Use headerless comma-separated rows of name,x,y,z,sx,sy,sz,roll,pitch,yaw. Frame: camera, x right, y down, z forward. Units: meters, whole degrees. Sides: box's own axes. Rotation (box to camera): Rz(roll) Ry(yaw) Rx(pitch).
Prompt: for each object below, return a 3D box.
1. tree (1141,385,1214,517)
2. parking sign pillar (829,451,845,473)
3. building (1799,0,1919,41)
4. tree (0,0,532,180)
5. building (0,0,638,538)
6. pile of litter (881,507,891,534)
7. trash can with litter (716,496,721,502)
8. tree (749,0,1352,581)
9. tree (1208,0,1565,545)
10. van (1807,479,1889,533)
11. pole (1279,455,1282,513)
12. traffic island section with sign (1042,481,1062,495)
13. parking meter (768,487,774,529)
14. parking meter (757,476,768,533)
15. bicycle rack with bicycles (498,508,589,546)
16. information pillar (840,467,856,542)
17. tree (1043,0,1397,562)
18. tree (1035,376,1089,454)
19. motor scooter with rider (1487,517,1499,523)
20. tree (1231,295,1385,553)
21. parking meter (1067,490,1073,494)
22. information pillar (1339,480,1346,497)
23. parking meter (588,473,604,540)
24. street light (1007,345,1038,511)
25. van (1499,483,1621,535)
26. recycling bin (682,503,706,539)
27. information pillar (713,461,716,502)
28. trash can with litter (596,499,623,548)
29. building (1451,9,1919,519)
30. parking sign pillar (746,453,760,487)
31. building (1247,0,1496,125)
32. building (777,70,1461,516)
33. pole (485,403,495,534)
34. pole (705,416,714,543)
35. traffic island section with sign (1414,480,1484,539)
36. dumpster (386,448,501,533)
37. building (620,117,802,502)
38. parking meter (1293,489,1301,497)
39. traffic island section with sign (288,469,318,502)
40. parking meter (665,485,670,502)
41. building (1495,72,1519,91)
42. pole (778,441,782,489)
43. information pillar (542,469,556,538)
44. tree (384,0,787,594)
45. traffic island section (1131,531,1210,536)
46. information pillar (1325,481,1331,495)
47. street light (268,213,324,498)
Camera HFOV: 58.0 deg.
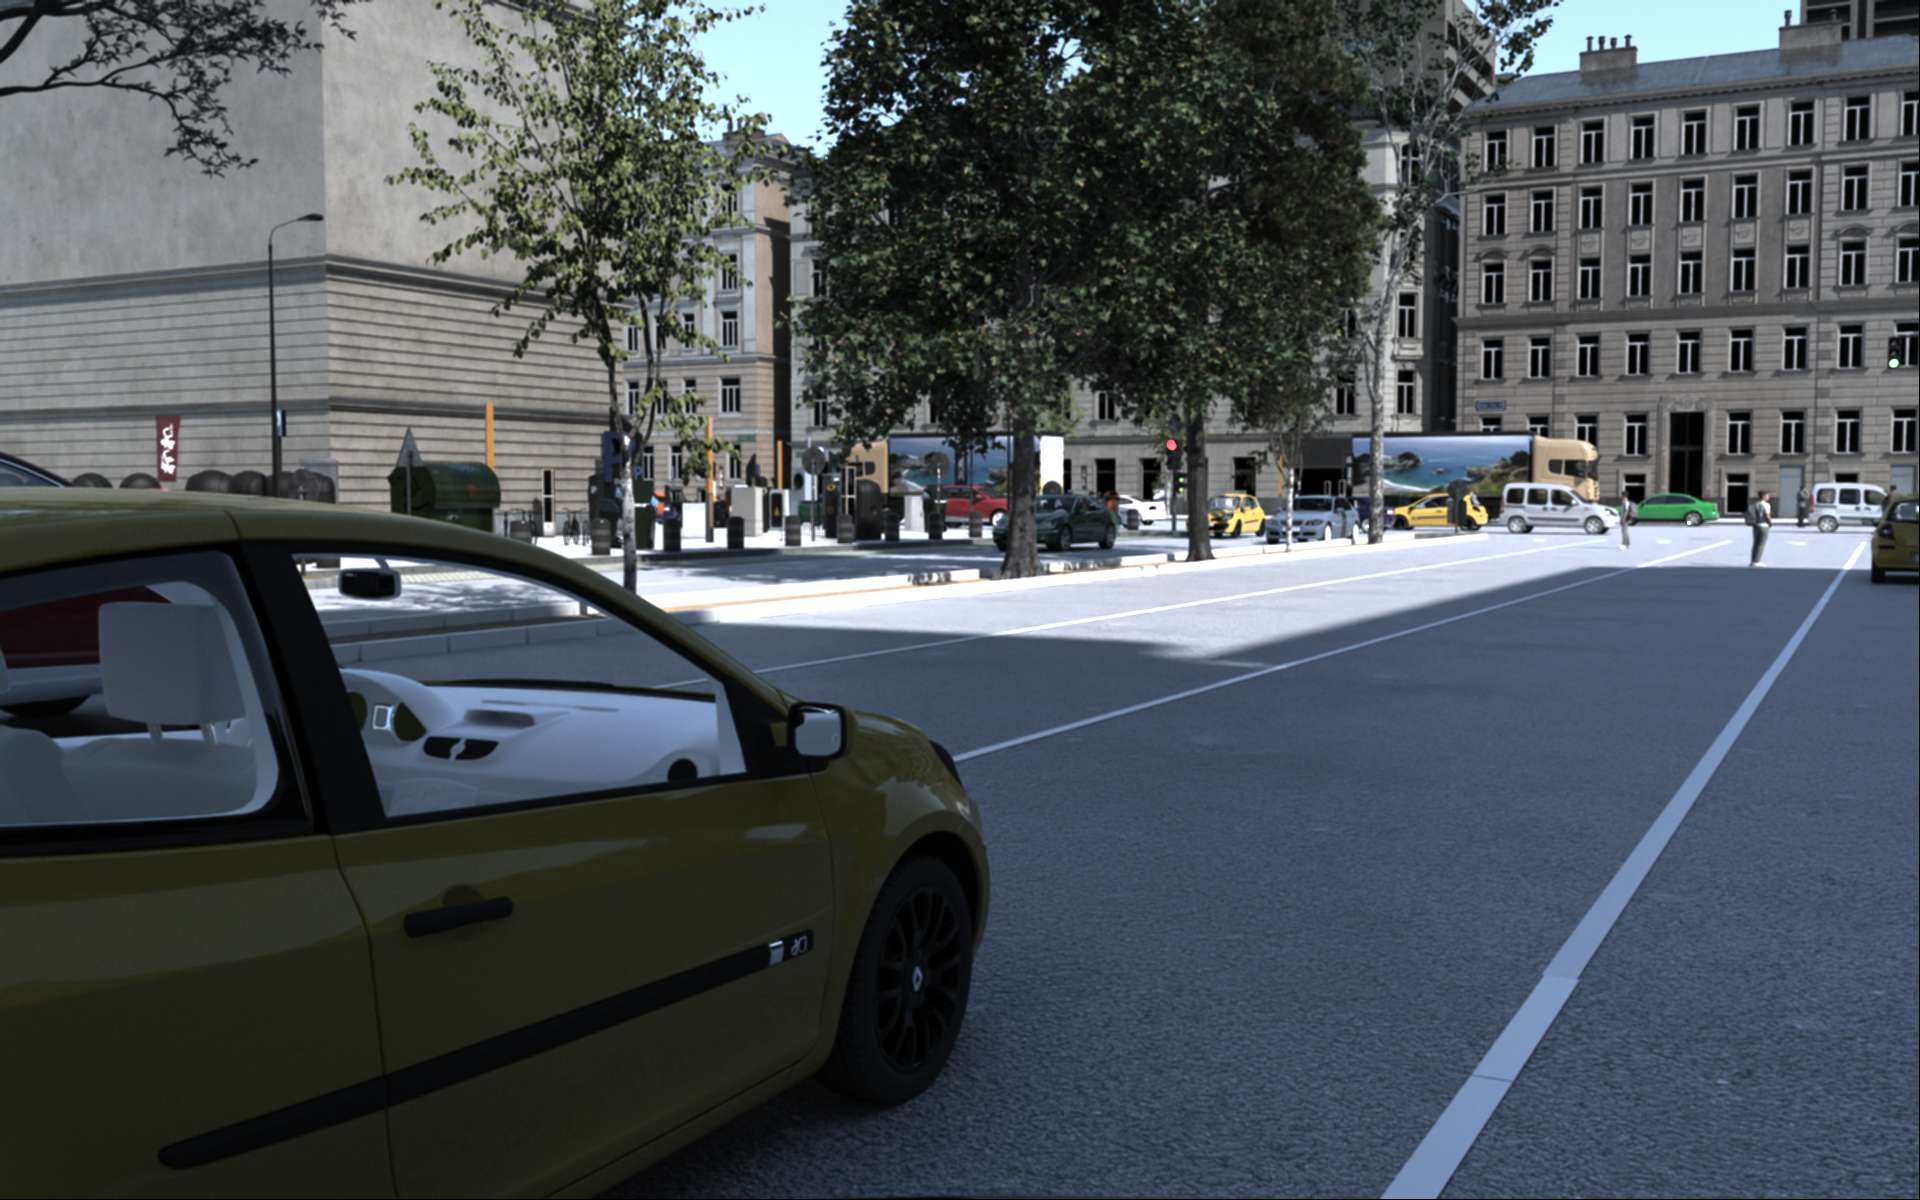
tree,11.807,-8.958,96.823,4.737,8.622,4.395,0,3,0
parking sign pillar,-7.466,-7.283,107.542,1.447,3.967,1.447,-1,4,-19
building,124.986,-48.742,235.179,20.611,71.187,20.563,2,4,28
tree,-8.224,-6.021,11.275,12.009,13.543,11.850,0,3,0
building,-27.977,-14.631,58.301,34.723,24.649,14.460,2,4,28
pile of litter,-2.693,-2.610,56.640,1.176,0.858,1.719,0,4,-1
trash can with litter,-16.602,-6.450,116.845,1.055,1.170,0.624,1,4,20
tree,1.081,-6.653,28.236,9.611,12.733,9.660,0,3,0
tree,11.014,-11.685,49.400,12.611,20.169,13.585,0,3,0
van,33.416,-3.461,63.599,4.112,2.044,2.013,2,4,30
pole,16.615,-5.868,89.784,0.158,3.312,0.155,0,3,0
traffic island section with sign,2.451,-2.553,50.369,1.989,1.847,2.006,2,4,28
parking meter,-6.923,-3.355,63.271,0.372,1.533,0.369,0,3,0
parking meter,-6.537,-3.156,57.309,0.255,1.863,0.399,-2,4,-27
bicycle rack with bicycles,-10.440,-1.840,43.470,2.852,0.926,2.925,-1,4,-8
information pillar,-3.005,-2.571,46.527,0.304,2.012,0.304,-3,4,-37
tree,4.941,-7.721,36.112,7.806,13.903,7.818,0,3,0
tree,5.183,-9.085,98.903,4.737,8.622,4.395,0,3,0
motor scooter with rider,25.250,-4.426,81.332,1.986,1.779,0.876,2,4,28
tree,8.013,-5.432,41.629,4.360,8.622,3.978,0,3,0
parking meter,6.603,-5.848,104.021,0.372,1.533,0.369,0,3,0
information pillar,20.205,-5.323,91.524,0.304,2.012,0.304,2,4,27
parking meter,-10.163,-2.611,48.401,0.399,1.863,0.255,2,4,23
street light,1.982,-4.940,53.302,1.470,5.913,1.316,2,4,28
van,21.602,-3.385,62.359,4.112,2.044,2.013,2,4,29
recycling bin,-7.580,-2.271,49.682,0.722,1.027,0.722,0,4,-4
information pillar,-15.531,-7.164,108.484,0.183,3.616,0.504,3,5,43
trash can with litter,-8.318,-1.839,41.456,0.624,1.170,1.055,-2,4,-30
building,41.232,-18.289,96.283,25.104,27.353,12.463,2,4,28
parking sign pillar,-13.763,-7.746,115.112,1.447,3.967,1.447,-2,4,-31
building,37.149,-33.018,163.544,21.300,48.544,21.600,2,4,28
building,11.045,-20.691,114.706,44.131,29.872,17.030,2,4,28
pole,-10.512,-2.746,38.742,0.158,3.312,0.155,0,3,0
pole,-6.604,-3.167,45.619,0.158,3.312,0.155,0,3,0
traffic island section with sign,15.926,-2.927,55.995,2.006,1.907,1.989,2,4,28
dumpster,-10.943,-2.089,36.651,1.502,2.255,1.985,2,4,28
building,-19.527,-20.974,128.836,20.117,28.700,13.634,2,4,28
parking meter,17.447,-4.973,89.719,0.372,1.533,0.369,0,3,0
traffic island section with sign,-10.537,-1.088,26.410,1.989,1.847,2.006,2,4,28
parking meter,-19.112,-6.566,113.058,0.255,1.863,0.399,0,4,1
building,47.126,-35.114,193.719,30.456,49.044,23.786,2,4,28
pole,-6.869,-4.418,66.079,0.158,3.312,0.155,0,3,0
information pillar,-12.070,-2.836,50.860,0.304,2.012,0.304,0,4,-2
tree,-3.713,-4.024,18.604,4.737,8.622,4.395,0,3,0
traffic island section,7.433,-2.326,60.306,2.009,0.180,2.903,2,4,28
information pillar,21.110,-5.807,99.433,0.304,2.012,0.304,1,4,22
street light,-11.127,-3.454,29.016,1.470,5.913,1.316,2,4,28
